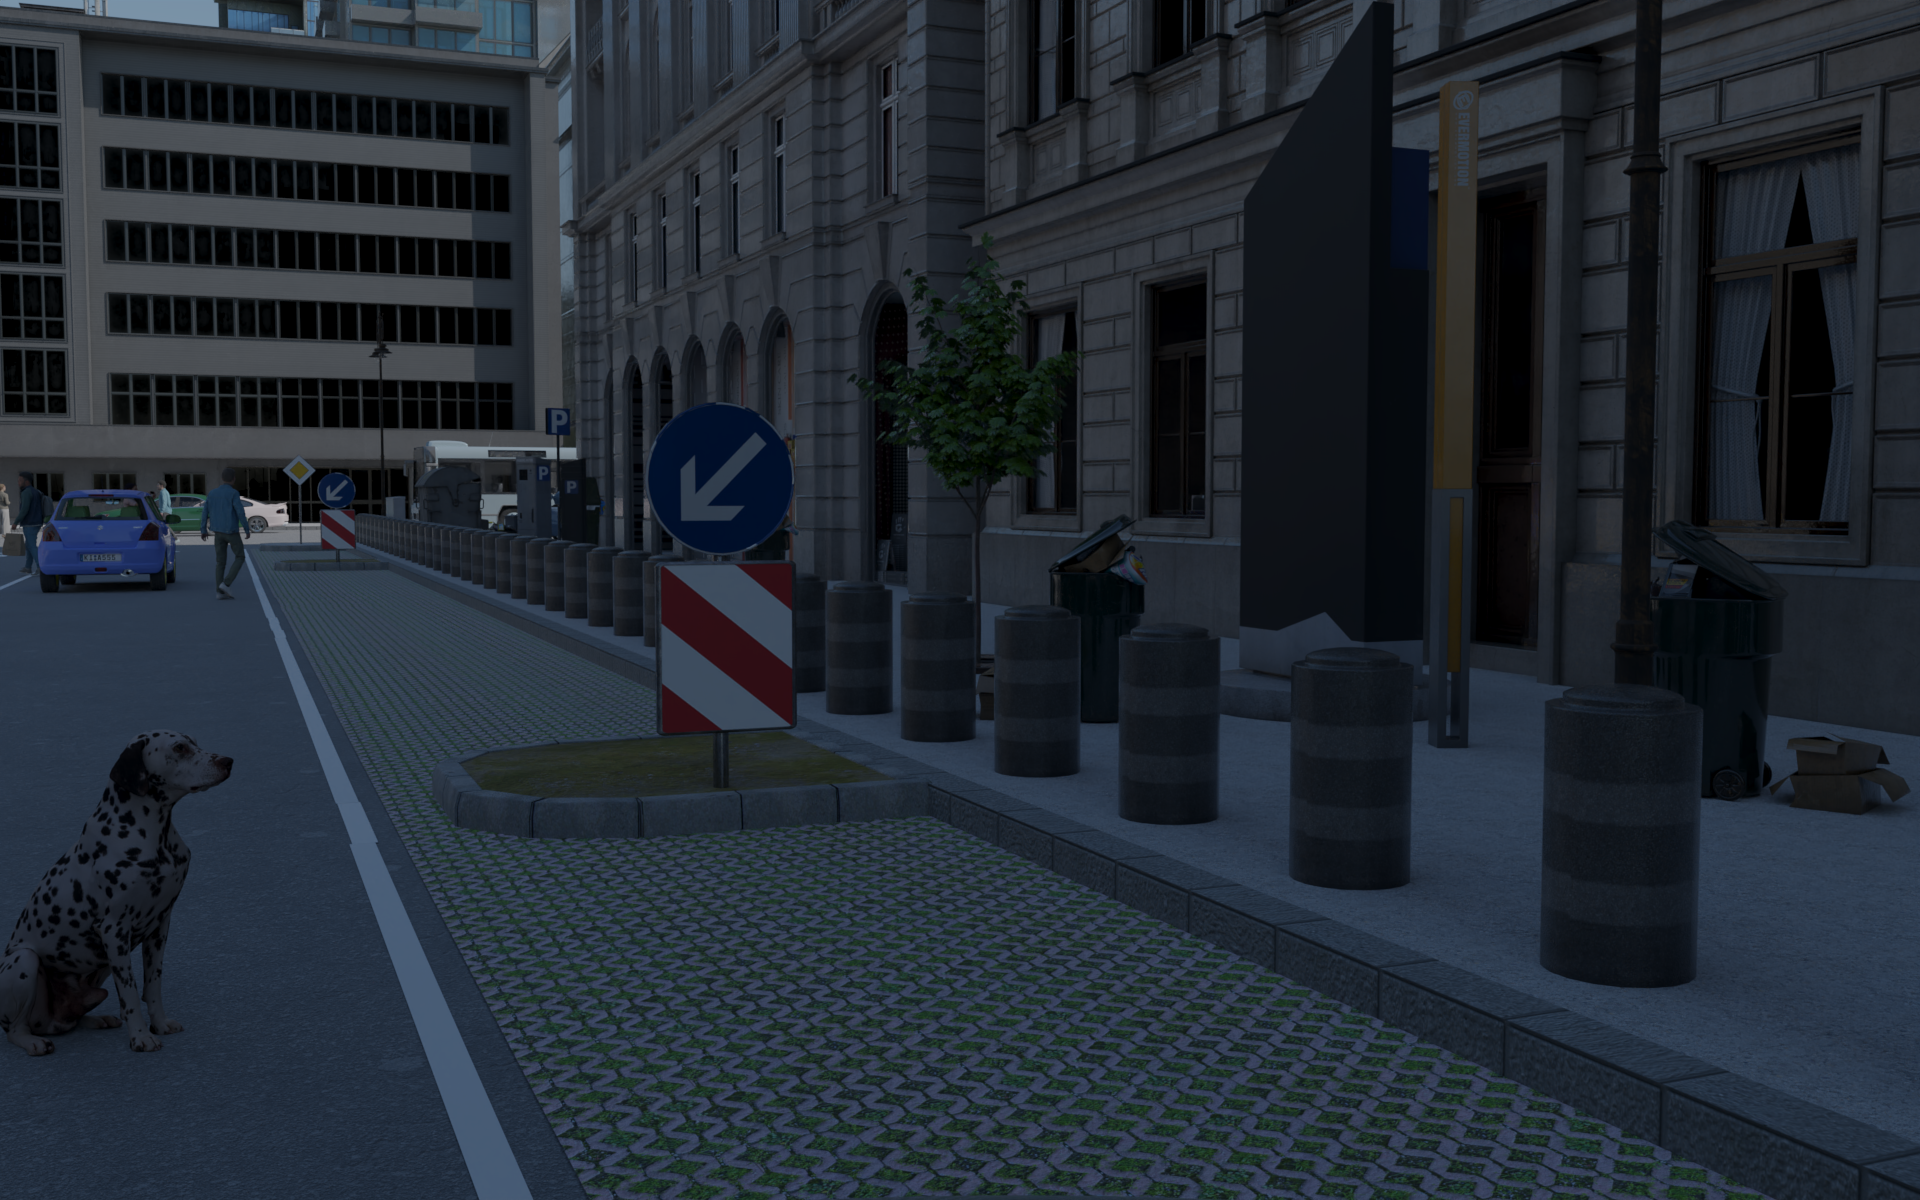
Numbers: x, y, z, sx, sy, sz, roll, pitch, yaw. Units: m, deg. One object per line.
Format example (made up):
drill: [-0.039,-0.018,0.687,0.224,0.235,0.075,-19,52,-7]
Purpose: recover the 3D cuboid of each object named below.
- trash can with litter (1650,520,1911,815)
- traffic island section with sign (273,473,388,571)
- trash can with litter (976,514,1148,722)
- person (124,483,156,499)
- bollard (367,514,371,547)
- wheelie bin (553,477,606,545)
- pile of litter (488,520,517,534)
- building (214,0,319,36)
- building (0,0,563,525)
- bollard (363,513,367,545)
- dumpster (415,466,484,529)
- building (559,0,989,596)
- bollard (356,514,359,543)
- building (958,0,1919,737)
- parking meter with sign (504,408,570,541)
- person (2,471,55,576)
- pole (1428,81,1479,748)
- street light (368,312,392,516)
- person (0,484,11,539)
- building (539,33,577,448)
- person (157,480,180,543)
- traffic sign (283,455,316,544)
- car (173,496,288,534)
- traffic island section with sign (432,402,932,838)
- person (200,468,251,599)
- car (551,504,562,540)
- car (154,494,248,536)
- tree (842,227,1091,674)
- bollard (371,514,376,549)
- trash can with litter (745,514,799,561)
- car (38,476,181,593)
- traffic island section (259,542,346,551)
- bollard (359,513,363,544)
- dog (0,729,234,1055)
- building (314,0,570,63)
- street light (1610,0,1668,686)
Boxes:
trash can with litter: [3.435,0.248,7.327,1.055,1.170,0.624,3,5,40]
traffic island section with sign: [-12.005,-1.488,32.955,1.989,1.847,2.006,-1,4,-23]
trash can with litter: [0.537,0.096,9.820,1.055,1.170,0.624,0,4,7]
person: [-16.061,-1.466,33.923,0.566,1.644,0.517,3,5,40]
bollard: [-13.873,-1.629,41.356,0.404,0.777,0.398,0,3,0]
wheelie bin: [-7.225,-1.522,32.785,0.980,1.594,0.693,-2,4,-28]
pile of litter: [-7.268,-0.884,28.414,1.176,0.858,1.719,-2,4,-26]
building: [-86.660,-56.226,231.965,31.000,86.520,22.319,-1,4,-23]
building: [-34.148,-15.862,78.411,30.058,24.678,14.314,-1,4,-23]
bollard: [-14.350,-1.697,42.468,0.404,0.777,0.398,0,3,0]
dumpster: [-10.797,-1.891,36.681,1.264,1.857,1.865,-1,4,-23]
building: [0.458,-11.745,33.836,13.314,21.916,24.055,-1,4,-23]
bollard: [-15.292,-1.833,44.683,0.404,0.777,0.398,0,3,0]
building: [8.029,-9.113,13.630,10.561,19.102,19.286,-1,4,-23]
parking meter with sign: [-8.778,-2.414,35.731,1.738,3.016,0.543,3,5,41]
person: [-16.252,-1.327,30.187,0.713,1.824,0.794,1,4,12]
pole: [2.483,-0.909,8.712,0.158,3.312,0.155,0,3,0]
street light: [-14.721,-4.362,44.100,0.468,5.910,1.993,-1,4,-23]
person: [-30.749,-2.850,55.652,0.519,1.759,0.362,0,4,5]
building: [-0.049,-19.462,94.613,44.131,29.872,17.030,-1,4,-23]
person: [-22.509,-2.487,49.179,0.620,1.820,0.660,-1,4,-22]
traffic sign: [-16.879,-2.486,44.288,0.795,2.450,0.064,-1,4,-23]
car: [-27.171,-3.121,63.393,4.827,1.381,2.083,-1,4,-22]
traffic island section with sign: [-1.420,0.029,8.157,1.989,1.847,2.006,-1,4,-23]
person: [-9.975,-0.897,23.505,0.601,1.785,0.444,1,4,15]
car: [-10.246,-2.369,50.730,4.499,1.417,2.014,-2,4,-23]
car: [-26.886,-2.883,58.935,4.920,1.459,2.131,-2,4,-24]
tree: [0.206,-1.103,12.628,1.663,3.219,1.824,0,3,0]
bollard: [-13.396,-1.561,40.244,0.404,0.777,0.398,0,3,0]
trash can with litter: [-2.495,-0.567,20.665,1.055,1.170,0.624,-3,5,-41]
car: [-13.065,-1.044,26.654,1.945,1.707,3.694,-1,4,-22]
traffic island section: [-16.860,-1.351,44.374,2.009,0.180,2.903,-1,4,-23]
bollard: [-14.822,-1.765,43.577,0.404,0.777,0.398,0,3,0]
dog: [-2.343,0.745,4.661,0.513,0.831,0.800,-3,5,-42]
building: [-44.238,-32.592,152.486,23.786,49.044,30.456,-1,4,-23]
street light: [2.019,-1.974,5.058,0.468,5.910,1.993,-1,4,-23]
